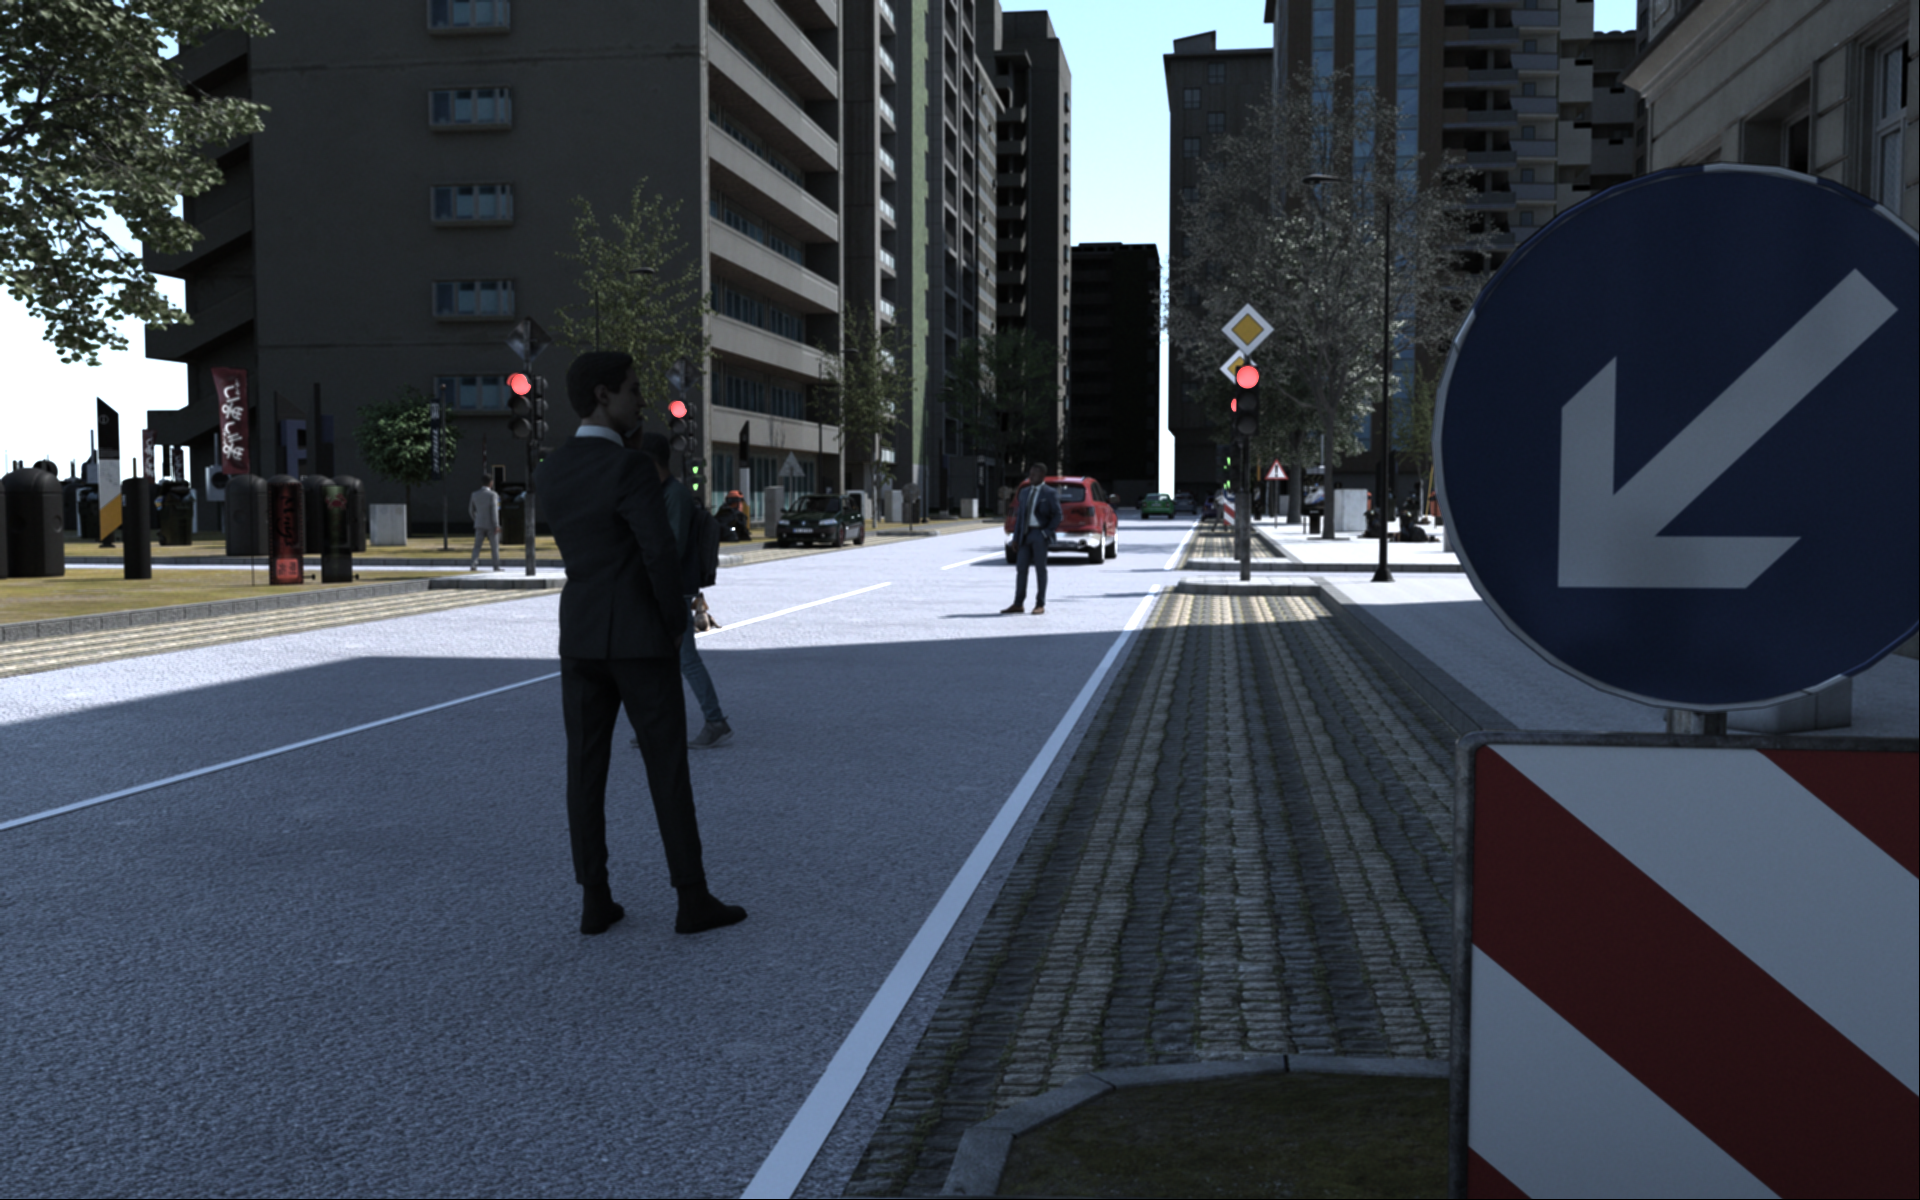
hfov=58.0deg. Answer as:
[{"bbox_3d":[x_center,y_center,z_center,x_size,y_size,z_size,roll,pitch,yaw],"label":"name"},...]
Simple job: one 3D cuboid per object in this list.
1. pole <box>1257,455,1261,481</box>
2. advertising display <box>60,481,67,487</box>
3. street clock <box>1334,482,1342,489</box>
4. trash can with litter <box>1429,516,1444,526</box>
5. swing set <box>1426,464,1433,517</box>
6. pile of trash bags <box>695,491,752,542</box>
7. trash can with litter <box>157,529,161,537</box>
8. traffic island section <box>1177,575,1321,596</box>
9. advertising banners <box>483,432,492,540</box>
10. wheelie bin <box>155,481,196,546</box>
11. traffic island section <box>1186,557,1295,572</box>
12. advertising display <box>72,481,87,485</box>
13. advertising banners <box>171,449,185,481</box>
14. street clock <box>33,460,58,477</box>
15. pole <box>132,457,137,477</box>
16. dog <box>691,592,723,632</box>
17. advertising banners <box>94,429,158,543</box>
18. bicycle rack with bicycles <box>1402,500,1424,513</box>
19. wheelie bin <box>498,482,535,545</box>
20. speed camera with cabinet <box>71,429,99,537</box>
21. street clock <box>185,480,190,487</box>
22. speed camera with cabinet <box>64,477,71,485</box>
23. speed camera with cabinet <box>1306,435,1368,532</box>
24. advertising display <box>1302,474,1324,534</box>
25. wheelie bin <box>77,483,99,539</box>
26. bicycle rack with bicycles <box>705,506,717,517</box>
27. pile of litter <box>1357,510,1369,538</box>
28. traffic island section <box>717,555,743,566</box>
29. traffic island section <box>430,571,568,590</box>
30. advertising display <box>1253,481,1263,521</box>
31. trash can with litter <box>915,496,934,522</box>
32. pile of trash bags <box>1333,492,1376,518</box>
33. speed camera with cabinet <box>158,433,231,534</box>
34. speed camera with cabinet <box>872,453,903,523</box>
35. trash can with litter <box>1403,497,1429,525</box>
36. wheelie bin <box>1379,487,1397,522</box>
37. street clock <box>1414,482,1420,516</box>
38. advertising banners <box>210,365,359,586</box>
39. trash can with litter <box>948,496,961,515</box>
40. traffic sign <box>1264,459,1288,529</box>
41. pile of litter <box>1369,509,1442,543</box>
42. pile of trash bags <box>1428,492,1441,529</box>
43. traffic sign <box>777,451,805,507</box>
[{"bbox_3d":[15.505,-5.878,89.953,0.158,3.312,0.155,0,3,0],"label":"pole"},{"bbox_3d":[-43.152,-4.739,82.704,0.974,1.923,0.123,-3,4,-38],"label":"advertising display"},{"bbox_3d":[22.599,-6.055,103.573,0.471,2.002,0.358,-3,4,-36],"label":"street clock"},{"bbox_3d":[19.536,-3.608,70.380,0.624,1.170,1.055,1,4,21],"label":"trash can with litter"},{"bbox_3d":[25.059,-5.413,86.128,3.119,2.851,2.862,0,4,2],"label":"swing set"},{"bbox_3d":[-6.595,-2.306,47.464,1.912,1.369,3.447,1,4,9],"label":"pile of trash bags"},{"bbox_3d":[-23.316,-2.426,51.057,1.055,1.170,0.624,2,4,32],"label":"trash can with litter"},{"bbox_3d":[4.245,-0.206,25.651,2.009,0.180,2.903,1,4,8],"label":"traffic island section"},{"bbox_3d":[-13.221,-3.201,48.523,0.090,3.025,2.074,-1,4,-20],"label":"advertising banners"},{"bbox_3d":[-19.441,-2.148,43.035,0.693,1.594,0.980,3,4,37],"label":"wheelie bin"},{"bbox_3d":[5.406,-0.689,33.552,2.009,0.180,2.903,1,4,8],"label":"traffic island section"},{"bbox_3d":[-42.811,-4.854,84.570,0.123,1.923,0.974,2,4,35],"label":"advertising display"},{"bbox_3d":[-29.776,-4.368,67.598,2.074,3.025,0.090,0,4,7],"label":"advertising banners"},{"bbox_3d":[-19.659,-1.999,37.259,0.471,2.002,0.358,1,4,11],"label":"street clock"},{"bbox_3d":[-45.731,-6.249,96.019,0.158,3.312,0.155,0,3,0],"label":"pole"},{"bbox_3d":[-2.646,0.117,18.283,0.550,0.427,0.748,3,4,37],"label":"dog"},{"bbox_3d":[-22.016,-3.036,45.819,0.090,3.025,2.074,1,4,22],"label":"advertising banners"},{"bbox_3d":[26.726,-5.279,99.693,2.852,0.926,2.925,1,4,19],"label":"bicycle rack with bicycles"},{"bbox_3d":[-11.268,-2.201,43.896,0.980,1.594,0.693,0,4,-5],"label":"wheelie bin"},{"bbox_3d":[-26.075,-3.538,52.186,0.660,3.252,2.038,-1,4,-14],"label":"speed camera with cabinet"},{"bbox_3d":[-39.944,-5.177,89.220,0.358,2.002,0.471,3,5,40],"label":"street clock"},{"bbox_3d":[-49.253,-6.151,94.896,2.038,3.252,0.660,0,4,5],"label":"speed camera with cabinet"},{"bbox_3d":[12.636,-3.897,58.053,2.038,3.252,0.660,-1,4,-18],"label":"speed camera with cabinet"},{"bbox_3d":[11.416,-3.086,55.674,0.123,1.923,0.974,-3,4,-38],"label":"advertising display"},{"bbox_3d":[-24.971,-2.570,49.921,0.980,1.594,0.693,2,4,27],"label":"wheelie bin"},{"bbox_3d":[-7.679,-2.368,52.096,2.925,0.926,2.852,2,4,31],"label":"bicycle rack with bicycles"},{"bbox_3d":[12.236,-2.236,50.520,1.176,0.858,1.719,0,4,-5],"label":"pile of litter"},{"bbox_3d":[-5.617,-0.788,35.170,2.009,0.180,2.903,1,4,8],"label":"traffic island section"},{"bbox_3d":[-6.777,-0.305,27.269,2.009,0.180,2.903,1,4,8],"label":"traffic island section"},{"bbox_3d":[14.509,-4.842,84.385,0.123,1.923,0.974,-1,4,-10],"label":"advertising display"},{"bbox_3d":[-1.907,-4.309,81.516,1.678,1.210,2.233,0,4,-5],"label":"trash can with litter"},{"bbox_3d":[19.805,-4.679,86.256,1.912,1.369,3.447,0,4,-6],"label":"pile of trash bags"},{"bbox_3d":[-24.608,-3.758,55.775,2.038,3.252,0.660,-2,4,-34],"label":"speed camera with cabinet"},{"bbox_3d":[-3.186,-5.144,78.432,0.660,3.252,2.038,-1,4,-23],"label":"speed camera with cabinet"},{"bbox_3d":[19.137,-3.734,72.441,1.055,1.170,0.624,-1,4,-17],"label":"trash can with litter"},{"bbox_3d":[19.832,-4.430,80.334,0.693,1.594,0.980,-1,4,-11],"label":"wheelie bin"},{"bbox_3d":[27.146,-5.997,102.626,0.471,2.002,0.358,-2,4,-35],"label":"street clock"},{"bbox_3d":[-9.483,-1.724,24.377,0.090,3.025,2.074,3,5,43],"label":"advertising banners"},{"bbox_3d":[-0.245,-5.757,105.189,2.233,1.210,1.678,0,4,-7],"label":"trash can with litter"},{"bbox_3d":[11.659,-3.905,63.849,0.884,2.594,0.081,1,4,10],"label":"traffic sign"},{"bbox_3d":[12.068,-1.983,46.384,1.176,0.858,1.719,-2,4,-31],"label":"pile of litter"},{"bbox_3d":[18.983,-3.303,63.750,3.447,1.369,1.912,2,4,25],"label":"pile of trash bags"},{"bbox_3d":[-5.064,-3.175,51.913,0.884,2.594,0.081,1,4,14],"label":"traffic sign"}]
